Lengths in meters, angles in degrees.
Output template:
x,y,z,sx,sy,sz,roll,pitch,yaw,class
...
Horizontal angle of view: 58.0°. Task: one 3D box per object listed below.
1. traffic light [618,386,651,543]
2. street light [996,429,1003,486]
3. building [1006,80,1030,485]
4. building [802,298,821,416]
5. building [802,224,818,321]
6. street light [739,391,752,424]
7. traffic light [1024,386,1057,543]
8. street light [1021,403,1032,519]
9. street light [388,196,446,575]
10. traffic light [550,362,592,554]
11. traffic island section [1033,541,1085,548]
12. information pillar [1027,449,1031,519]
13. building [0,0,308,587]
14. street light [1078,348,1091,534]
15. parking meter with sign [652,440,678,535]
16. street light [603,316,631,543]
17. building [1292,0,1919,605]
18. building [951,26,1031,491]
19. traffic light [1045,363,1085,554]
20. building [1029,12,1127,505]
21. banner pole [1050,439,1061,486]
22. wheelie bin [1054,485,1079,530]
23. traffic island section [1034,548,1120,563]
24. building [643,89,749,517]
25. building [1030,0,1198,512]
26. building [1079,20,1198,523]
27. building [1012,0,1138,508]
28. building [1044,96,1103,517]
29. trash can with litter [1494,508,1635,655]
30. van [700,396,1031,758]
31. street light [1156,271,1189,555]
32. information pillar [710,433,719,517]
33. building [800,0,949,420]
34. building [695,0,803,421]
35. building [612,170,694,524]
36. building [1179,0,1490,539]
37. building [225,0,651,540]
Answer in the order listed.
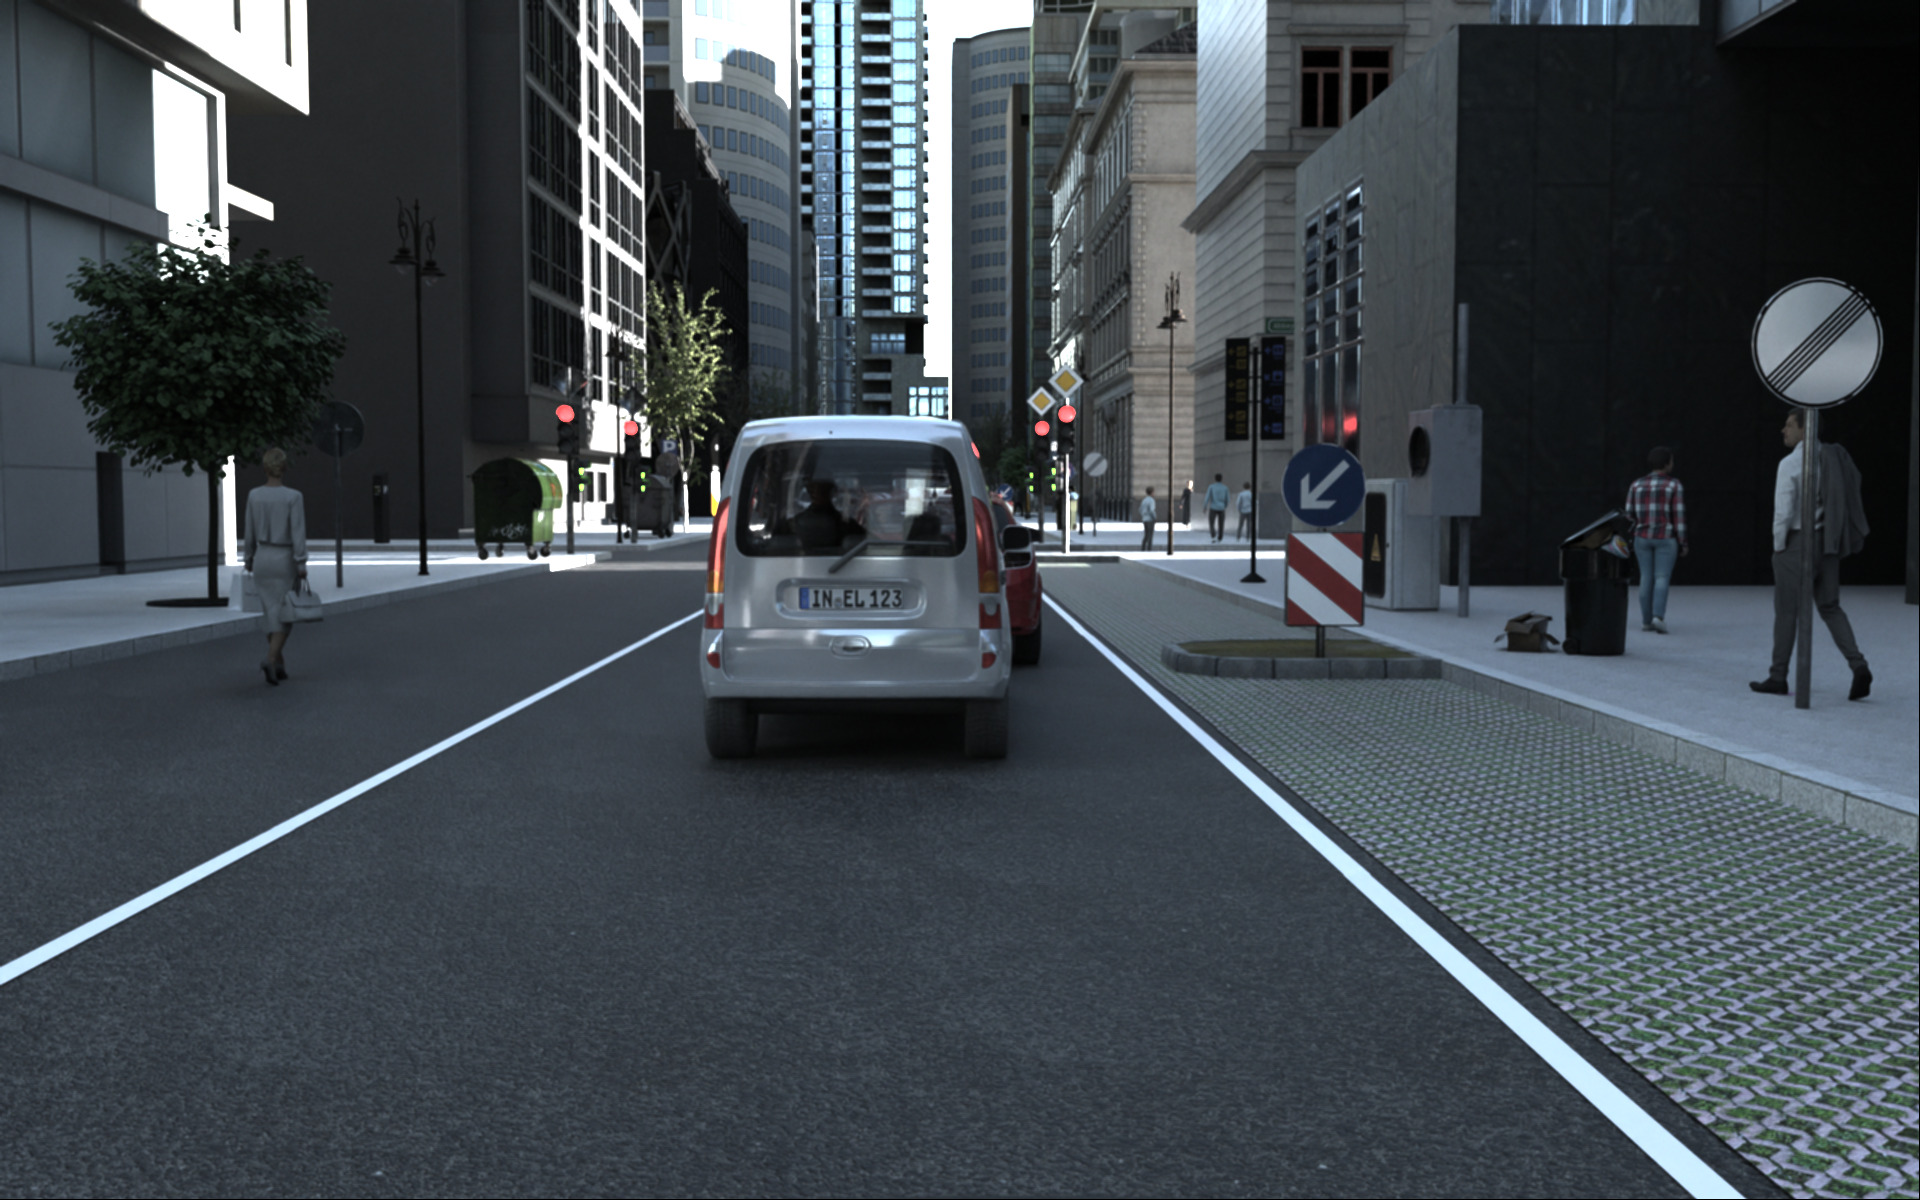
x,y,z,sx,sy,sz,roll,pitch,yaw,class
-8.461,-3.425,44.924,0.839,4.253,0.868,0,4,-1,traffic light
2.710,-9.001,119.953,0.468,5.910,1.993,0,4,-1,street light
12.133,-32.776,186.005,14.600,45.320,14.200,0,4,-1,building
-27.853,-19.473,163.423,27.650,21.520,28.899,0,4,-1,building
-22.376,-25.371,186.517,14.107,30.474,14.160,0,4,-1,building
-9.582,-6.411,77.610,0.468,5.910,1.993,0,4,-1,street light
2.099,-3.438,45.133,0.839,4.253,0.868,0,4,-1,traffic light
3.355,-7.025,87.651,0.468,5.910,1.993,0,4,-1,street light
-8.502,-3.333,27.278,0.468,5.910,1.993,0,4,-1,street light
-8.314,-2.937,36.940,0.839,4.253,0.868,0,4,-1,traffic light
2.139,-1.405,45.248,2.009,0.180,2.903,0,4,-1,traffic island section
3.573,-6.041,90.130,0.183,3.616,0.504,1,4,11,information pillar
-25.381,-26.287,19.033,27.495,52.752,28.713,0,4,-1,building
3.860,-5.030,55.022,0.468,5.910,1.993,0,4,-1,street light
-9.337,-3.571,54.640,0.543,3.016,1.738,0,4,3,parking meter with sign
-8.910,-4.426,45.159,0.468,5.910,1.993,0,4,-1,street light
18.077,-43.062,16.743,22.319,86.520,31.000,0,4,-1,building
13.060,-41.262,216.639,28.212,58.520,21.231,0,4,-1,building
2.246,-2.950,37.149,0.839,4.253,0.868,0,4,-1,traffic light
12.990,-28.615,151.444,14.154,41.232,14.086,0,4,-1,building
3.970,-4.850,69.319,0.863,3.779,0.401,-1,4,-22,banner pole
3.801,-3.289,61.676,0.980,1.594,0.693,2,4,31,wheelie bin
2.286,-0.916,37.264,2.009,0.180,2.903,0,4,-1,traffic island section
-19.582,-16.728,103.186,12.332,23.373,15.834,0,4,-1,building
21.551,-26.957,132.625,32.217,40.220,23.993,0,4,-1,building
12.247,-15.698,85.534,11.050,23.489,19.941,0,4,-1,building
15.597,-44.627,167.904,20.563,71.187,20.611,0,4,-1,building
12.282,-19.002,107.938,12.463,27.353,25.104,0,4,-1,building
4.866,-0.157,13.951,1.055,1.170,0.624,2,4,29,trash can with litter
-0.546,-0.229,10.762,2.013,2.044,4.112,0,4,0,van
4.409,-3.873,36.118,0.468,5.910,1.993,0,4,-1,street light
-9.380,-4.586,66.337,0.183,3.616,0.504,1,4,23,information pillar
-16.940,-55.239,215.834,31.000,86.520,22.319,0,4,-1,building
-23.740,-36.156,133.142,21.231,58.520,28.212,0,4,-1,building
-21.191,-13.047,80.771,16.820,18.784,16.811,0,4,-1,building
19.427,-16.334,54.449,23.554,28.519,14.401,0,4,-1,building
-19.677,-16.285,59.760,14.314,27.812,24.014,0,4,-1,building
